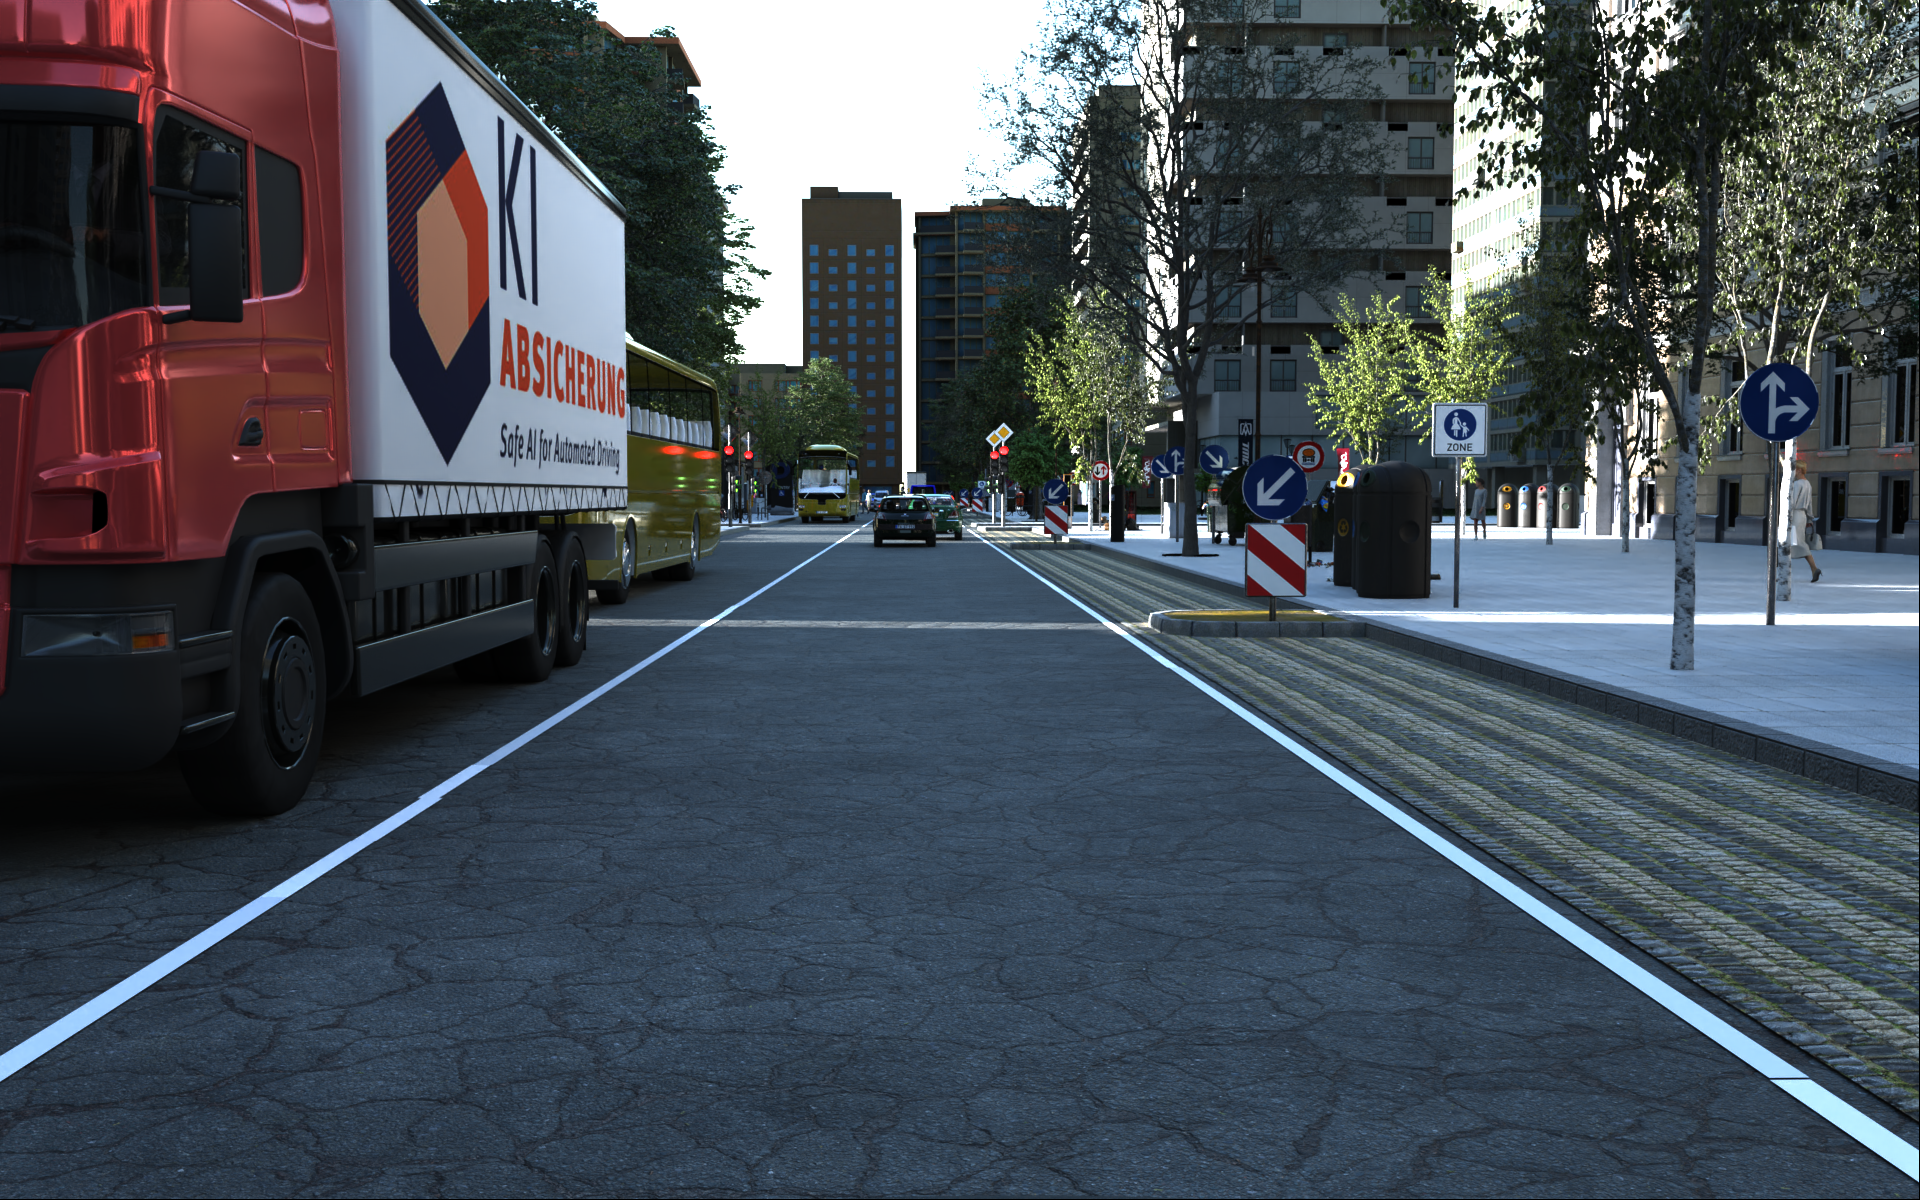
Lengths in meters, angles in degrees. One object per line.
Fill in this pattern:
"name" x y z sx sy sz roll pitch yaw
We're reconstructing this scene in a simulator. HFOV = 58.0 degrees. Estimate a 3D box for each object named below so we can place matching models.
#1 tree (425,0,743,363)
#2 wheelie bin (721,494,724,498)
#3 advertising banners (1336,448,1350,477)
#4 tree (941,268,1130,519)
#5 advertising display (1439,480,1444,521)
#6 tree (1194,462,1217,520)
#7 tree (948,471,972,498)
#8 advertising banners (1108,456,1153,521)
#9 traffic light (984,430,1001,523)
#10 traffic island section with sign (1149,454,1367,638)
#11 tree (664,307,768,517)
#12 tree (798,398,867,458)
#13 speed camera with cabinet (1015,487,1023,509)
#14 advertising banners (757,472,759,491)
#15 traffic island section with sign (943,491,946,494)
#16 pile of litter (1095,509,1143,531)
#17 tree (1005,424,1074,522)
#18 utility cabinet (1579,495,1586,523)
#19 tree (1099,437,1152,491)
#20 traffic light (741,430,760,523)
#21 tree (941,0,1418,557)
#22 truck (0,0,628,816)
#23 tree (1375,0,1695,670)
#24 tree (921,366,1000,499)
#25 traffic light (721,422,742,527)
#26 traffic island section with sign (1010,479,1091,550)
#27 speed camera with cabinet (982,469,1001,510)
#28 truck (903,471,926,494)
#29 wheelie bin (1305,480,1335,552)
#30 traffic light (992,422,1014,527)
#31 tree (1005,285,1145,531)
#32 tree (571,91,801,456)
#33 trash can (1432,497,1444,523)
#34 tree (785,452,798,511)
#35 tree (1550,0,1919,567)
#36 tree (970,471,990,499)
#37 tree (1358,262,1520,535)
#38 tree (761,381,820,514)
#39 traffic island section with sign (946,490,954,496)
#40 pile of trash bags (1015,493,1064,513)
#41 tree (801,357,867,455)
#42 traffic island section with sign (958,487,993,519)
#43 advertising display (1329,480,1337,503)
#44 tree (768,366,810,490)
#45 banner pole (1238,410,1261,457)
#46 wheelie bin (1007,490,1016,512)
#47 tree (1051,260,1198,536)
"tree" -9.481 -8.133 39.629 9.857 13.997 8.962 0 3 0
"wheelie bin" -10.896 -4.183 76.306 0.980 1.594 0.693 -1 4 -9
"advertising banners" 15.098 -4.207 64.980 2.074 3.025 0.090 2 4 32
"tree" 3.832 -10.462 88.062 9.611 12.733 9.660 0 3 0
"advertising display" 21.910 -4.506 78.882 0.123 1.923 0.974 1 4 11
"tree" 12.974 -5.879 90.730 1.663 3.219 1.824 0 3 0
"tree" -0.003 -14.172 215.420 4.285 4.588 4.351 0 3 0
"advertising banners" 7.798 -5.075 79.168 2.074 3.025 0.090 0 4 0
"traffic light" 1.485 -5.322 75.940 0.839 4.253 0.868 0 4 -1
"traffic island section with sign" 3.031 -0.581 18.128 1.989 1.847 2.006 0 4 -1
"tree" -9.843 -6.821 61.886 4.737 8.622 4.395 0 3 0
"tree" -12.324 -13.600 156.768 8.767 10.594 7.601 0 4 8
"speed camera with cabinet" 4.940 -9.295 146.313 0.660 3.252 2.038 2 4 27
"advertising banners" -15.713 -8.638 137.418 0.090 3.025 2.074 -2 4 -30
"traffic island section with sign" -1.111 -10.345 177.776 1.989 1.847 2.006 0 4 -1
"pile of litter" 5.584 -2.884 61.115 1.719 0.858 1.176 0 4 7
"tree" 3.574 -5.911 80.358 4.285 4.588 4.351 0 3 0
"utility cabinet" 28.367 -4.085 77.950 1.020 1.237 0.306 3 5 42
"tree" 9.399 -7.083 99.514 4.285 4.588 4.351 0 3 0
"traffic light" -9.172 -5.304 75.649 0.839 4.253 0.868 0 4 -1
"tree" 4.687 -7.650 35.442 12.009 13.543 11.850 0 3 0
"truck" -4.260 -1.356 11.077 2.839 4.237 11.283 0 4 -2
"tree" 5.125 -3.806 12.592 4.360 8.622 3.978 0 3 0
"tree" 1.369 -16.019 168.565 9.857 13.997 8.962 0 3 0
"traffic light" -8.965 -4.816 67.666 0.839 4.253 0.868 0 4 -1
"traffic island section with sign" 2.325 -2.229 45.074 1.989 1.847 2.006 0 4 -1
"speed camera with cabinet" 2.497 -8.673 136.140 2.038 3.252 0.660 -2 4 -31
"truck" -5.760 -14.156 220.362 2.839 4.237 11.283 0 4 -3
"wheelie bin" 7.979 -1.881 38.664 0.693 1.594 0.980 -2 4 -31
"traffic light" 1.692 -4.834 67.958 0.839 4.253 0.868 0 4 -1
"tree" 4.244 -6.660 59.248 4.737 8.622 4.395 0 3 0
"tree" -9.259 -8.036 49.513 7.486 12.596 7.792 0 3 0
"trash can" 20.973 -3.967 76.508 0.748 1.137 0.748 0 3 0
"tree" -12.238 -8.838 128.211 4.285 4.588 4.351 0 3 0
"tree" 14.031 -5.862 30.253 7.601 10.594 8.767 1 4 9
"tree" 1.801 -9.165 144.455 1.663 3.219 1.824 0 3 0
"tree" 15.610 -6.352 54.225 4.737 8.622 4.395 0 3 0
"tree" -10.822 -9.892 112.097 4.360 8.622 3.978 0 3 0
"traffic island section with sign" 0.166 -7.346 128.732 1.989 1.847 2.006 0 4 -1
"pile of trash bags" 5.256 -6.275 112.344 3.447 1.369 1.912 -1 4 -13
"tree" -11.171 -13.767 143.222 7.486 12.596 7.792 0 3 0
"traffic island section with sign" 0.874 -5.650 101.009 1.989 1.847 2.006 0 4 -1
"advertising display" 17.107 -4.466 78.229 0.974 1.923 0.123 -1 4 -16
"tree" -10.770 -9.027 97.959 4.737 8.622 4.395 0 3 0
"banner pole" 8.523 -3.717 50.795 0.863 3.779 0.401 -1 4 -13
"wheelie bin" 3.693 -7.183 125.352 0.980 1.594 0.693 0 4 7
"tree" 4.877 -6.266 52.809 4.360 8.622 3.978 0 3 0
